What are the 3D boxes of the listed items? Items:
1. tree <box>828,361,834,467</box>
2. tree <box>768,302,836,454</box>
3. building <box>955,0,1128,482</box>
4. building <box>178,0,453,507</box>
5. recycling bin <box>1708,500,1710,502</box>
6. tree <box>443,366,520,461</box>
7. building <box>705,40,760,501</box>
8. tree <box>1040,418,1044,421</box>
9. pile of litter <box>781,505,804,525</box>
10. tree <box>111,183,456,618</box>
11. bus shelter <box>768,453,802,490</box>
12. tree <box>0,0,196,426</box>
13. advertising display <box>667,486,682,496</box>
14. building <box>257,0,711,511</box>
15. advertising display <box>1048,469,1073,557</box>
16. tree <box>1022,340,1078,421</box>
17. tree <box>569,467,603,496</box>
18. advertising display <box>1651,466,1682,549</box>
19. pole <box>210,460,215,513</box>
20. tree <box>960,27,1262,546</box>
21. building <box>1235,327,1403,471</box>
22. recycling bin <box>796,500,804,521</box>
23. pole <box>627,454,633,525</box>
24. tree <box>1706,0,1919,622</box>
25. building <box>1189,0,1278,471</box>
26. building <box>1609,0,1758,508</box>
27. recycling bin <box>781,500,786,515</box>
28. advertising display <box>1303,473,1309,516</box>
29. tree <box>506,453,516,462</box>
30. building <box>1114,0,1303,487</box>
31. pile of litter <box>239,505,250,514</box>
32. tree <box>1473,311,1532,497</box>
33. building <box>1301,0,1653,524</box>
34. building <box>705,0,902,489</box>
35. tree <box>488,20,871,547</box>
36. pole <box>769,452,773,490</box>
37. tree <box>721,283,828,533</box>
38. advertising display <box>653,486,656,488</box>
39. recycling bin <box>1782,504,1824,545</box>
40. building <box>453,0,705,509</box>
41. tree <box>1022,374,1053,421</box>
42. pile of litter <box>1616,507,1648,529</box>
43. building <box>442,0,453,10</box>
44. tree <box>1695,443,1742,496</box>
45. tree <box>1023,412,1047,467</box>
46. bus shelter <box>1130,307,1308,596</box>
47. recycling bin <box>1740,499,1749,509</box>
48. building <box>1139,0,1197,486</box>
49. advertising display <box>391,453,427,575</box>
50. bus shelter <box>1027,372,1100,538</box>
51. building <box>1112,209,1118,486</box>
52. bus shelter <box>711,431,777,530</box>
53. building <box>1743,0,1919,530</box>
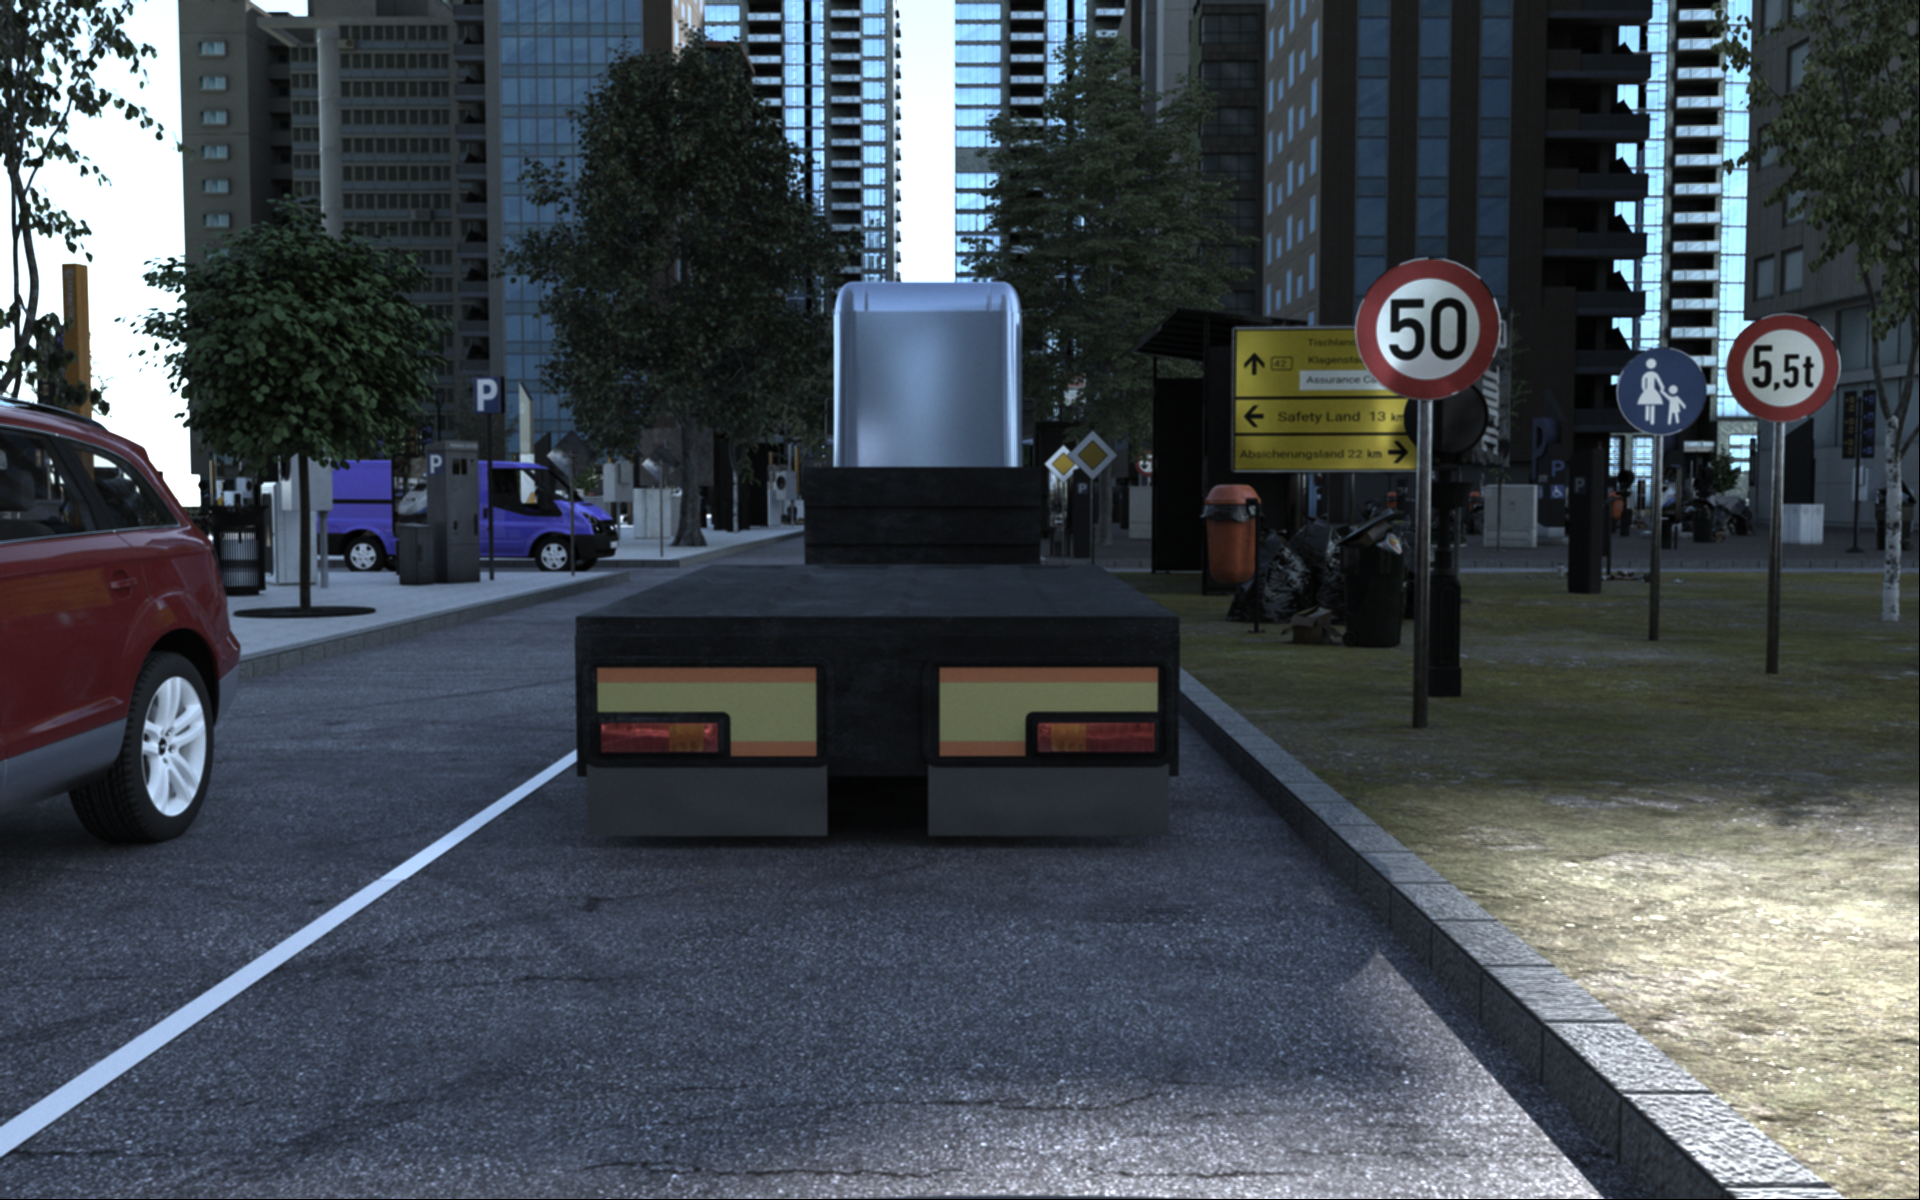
[{"bbox_3d":[-6.488,-7.946,80.284,4.737,8.622,4.395,0,3,0],"label":"tree"},{"bbox_3d":[-6.477,-11.799,103.291,12.009,13.543,11.850,0,3,0],"label":"tree"},{"bbox_3d":[11.021,-55.127,214.002,31.000,86.520,22.319,0,4,0],"label":"building"},{"bbox_3d":[-58.456,-33.061,164.245,21.600,48.544,21.300,0,4,0],"label":"building"},{"bbox_3d":[30.977,-3.644,72.133,0.722,1.027,0.722,0,4,-6],"label":"recycling bin"},{"bbox_3d":[-27.779,-9.174,100.353,4.360,8.622,3.978,0,3,0],"label":"tree"},{"bbox_3d":[-32.479,-31.145,163.837,28.867,44.769,22.147,0,4,0],"label":"building"},{"bbox_3d":[2.804,-13.968,145.392,9.611,12.733,9.660,0,3,0],"label":"tree"},{"bbox_3d":[-6.813,-3.524,71.585,1.719,0.858,1.176,-1,4,-12],"label":"pile of litter"},{"bbox_3d":[-7.114,-2.125,18.451,4.285,4.588,4.351,0,3,0],"label":"tree"},{"bbox_3d":[-9.201,-5.694,87.020,2.014,3.302,5.546,0,4,0],"label":"bus shelter"},{"bbox_3d":[-6.995,-3.774,12.061,4.360,8.622,3.978,0,3,0],"label":"tree"},{"bbox_3d":[-13.904,-4.897,85.275,0.974,1.923,0.123,1,4,17],"label":"advertising display"},{"bbox_3d":[-34.760,-27.239,137.238,32.217,40.220,23.993,0,4,0],"label":"building"},{"bbox_3d":[2.065,-1.865,35.715,0.123,1.923,0.974,-1,4,-21],"label":"advertising display"},{"bbox_3d":[3.173,-12.796,119.586,12.009,13.543,11.850,0,3,0],"label":"tree"},{"bbox_3d":[-19.589,-5.847,90.196,1.663,3.219,1.824,0,3,0],"label":"tree"},{"bbox_3d":[16.495,-2.157,40.488,0.123,1.923,0.974,-1,4,-12],"label":"advertising display"},{"bbox_3d":[-45.063,-6.762,104.401,0.158,3.312,0.155,0,3,0],"label":"pole"},{"bbox_3d":[3.585,-7.658,43.337,7.486,12.596,7.792,0,3,0],"label":"tree"},{"bbox_3d":[41.752,-36.506,216.479,30.456,49.044,23.786,0,4,0],"label":"building"},{"bbox_3d":[-6.525,-3.749,73.851,0.722,1.027,0.722,2,4,30],"label":"recycling bin"},{"bbox_3d":[-13.500,-4.709,70.830,0.158,3.312,0.155,0,3,0],"label":"pole"},{"bbox_3d":[9.351,-4.075,16.994,4.737,8.622,4.395,0,3,0],"label":"tree"},{"bbox_3d":[20.359,-20.262,102.992,14.160,30.474,14.107,0,4,0],"label":"building"},{"bbox_3d":[62.847,-51.929,161.709,31.000,86.520,22.319,0,4,0],"label":"building"},{"bbox_3d":[-8.187,-3.983,77.680,0.722,1.027,0.722,-1,4,-13],"label":"recycling bin"},{"bbox_3d":[10.364,-2.912,52.825,0.123,1.923,0.974,-1,4,-15],"label":"advertising display"},{"bbox_3d":[-20.978,-5.291,81.117,1.663,3.219,1.824,0,3,0],"label":"tree"},{"bbox_3d":[21.235,-30.768,153.161,14.600,45.320,14.200,0,4,0],"label":"building"},{"bbox_3d":[-28.945,-3.389,69.369,1.176,0.858,1.719,0,4,-1],"label":"pile of litter"},{"bbox_3d":[20.043,-7.114,66.674,4.737,8.622,4.395,0,3,0],"label":"tree"},{"bbox_3d":[22.305,-26.319,80.422,14.600,45.320,14.200,0,4,0],"label":"building"},{"bbox_3d":[-20.295,-55.166,214.633,31.000,86.520,22.319,0,4,0],"label":"building"},{"bbox_3d":[-6.694,-7.677,42.527,9.611,12.733,9.660,0,3,0],"label":"tree"},{"bbox_3d":[-9.067,-5.459,83.090,0.158,3.312,0.155,0,3,0],"label":"pole"},{"bbox_3d":[-7.064,-6.473,56.204,4.737,8.622,4.395,0,3,0],"label":"tree"},{"bbox_3d":[-17.673,-5.809,100.190,0.123,1.923,0.974,-1,4,-16],"label":"advertising display"},{"bbox_3d":[21.301,-1.912,43.820,0.722,1.027,0.722,-1,4,-12],"label":"recycling bin"},{"bbox_3d":[-25.214,-28.614,117.948,14.600,45.320,14.200,0,4,0],"label":"building"},{"bbox_3d":[3.491,-9.464,105.105,4.737,8.622,4.395,0,3,0],"label":"tree"},{"bbox_3d":[25.167,-3.103,64.692,1.719,0.858,1.176,-2,4,-35],"label":"pile of litter"},{"bbox_3d":[-65.824,-55.169,214.681,31.000,86.520,22.319,0,4,0],"label":"building"},{"bbox_3d":[28.766,-4.347,65.681,1.663,3.219,1.824,0,3,0],"label":"tree"},{"bbox_3d":[2.921,-5.055,66.362,4.285,4.588,4.351,0,3,0],"label":"tree"},{"bbox_3d":[3.588,-2.056,24.894,1.731,3.624,6.357,0,4,0],"label":"bus shelter"},{"bbox_3d":[41.656,-4.881,92.359,0.722,1.027,0.722,3,5,43],"label":"recycling bin"},{"bbox_3d":[24.277,-36.041,131.262,21.231,58.520,28.212,0,4,0],"label":"building"},{"bbox_3d":[-8.480,-1.355,27.371,0.974,1.923,0.123,0,4,4],"label":"advertising display"},{"bbox_3d":[3.034,-4.682,54.186,2.179,5.291,8.768,0,3,0],"label":"bus shelter"},{"bbox_3d":[21.640,-24.223,167.740,14.160,30.474,14.107,0,4,0],"label":"building"},{"bbox_3d":[-7.972,-4.469,64.345,1.731,3.624,6.357,0,3,0],"label":"bus shelter"},{"bbox_3d":[46.300,-28.755,59.386,27.495,52.752,28.713,0,4,0],"label":"building"}]
